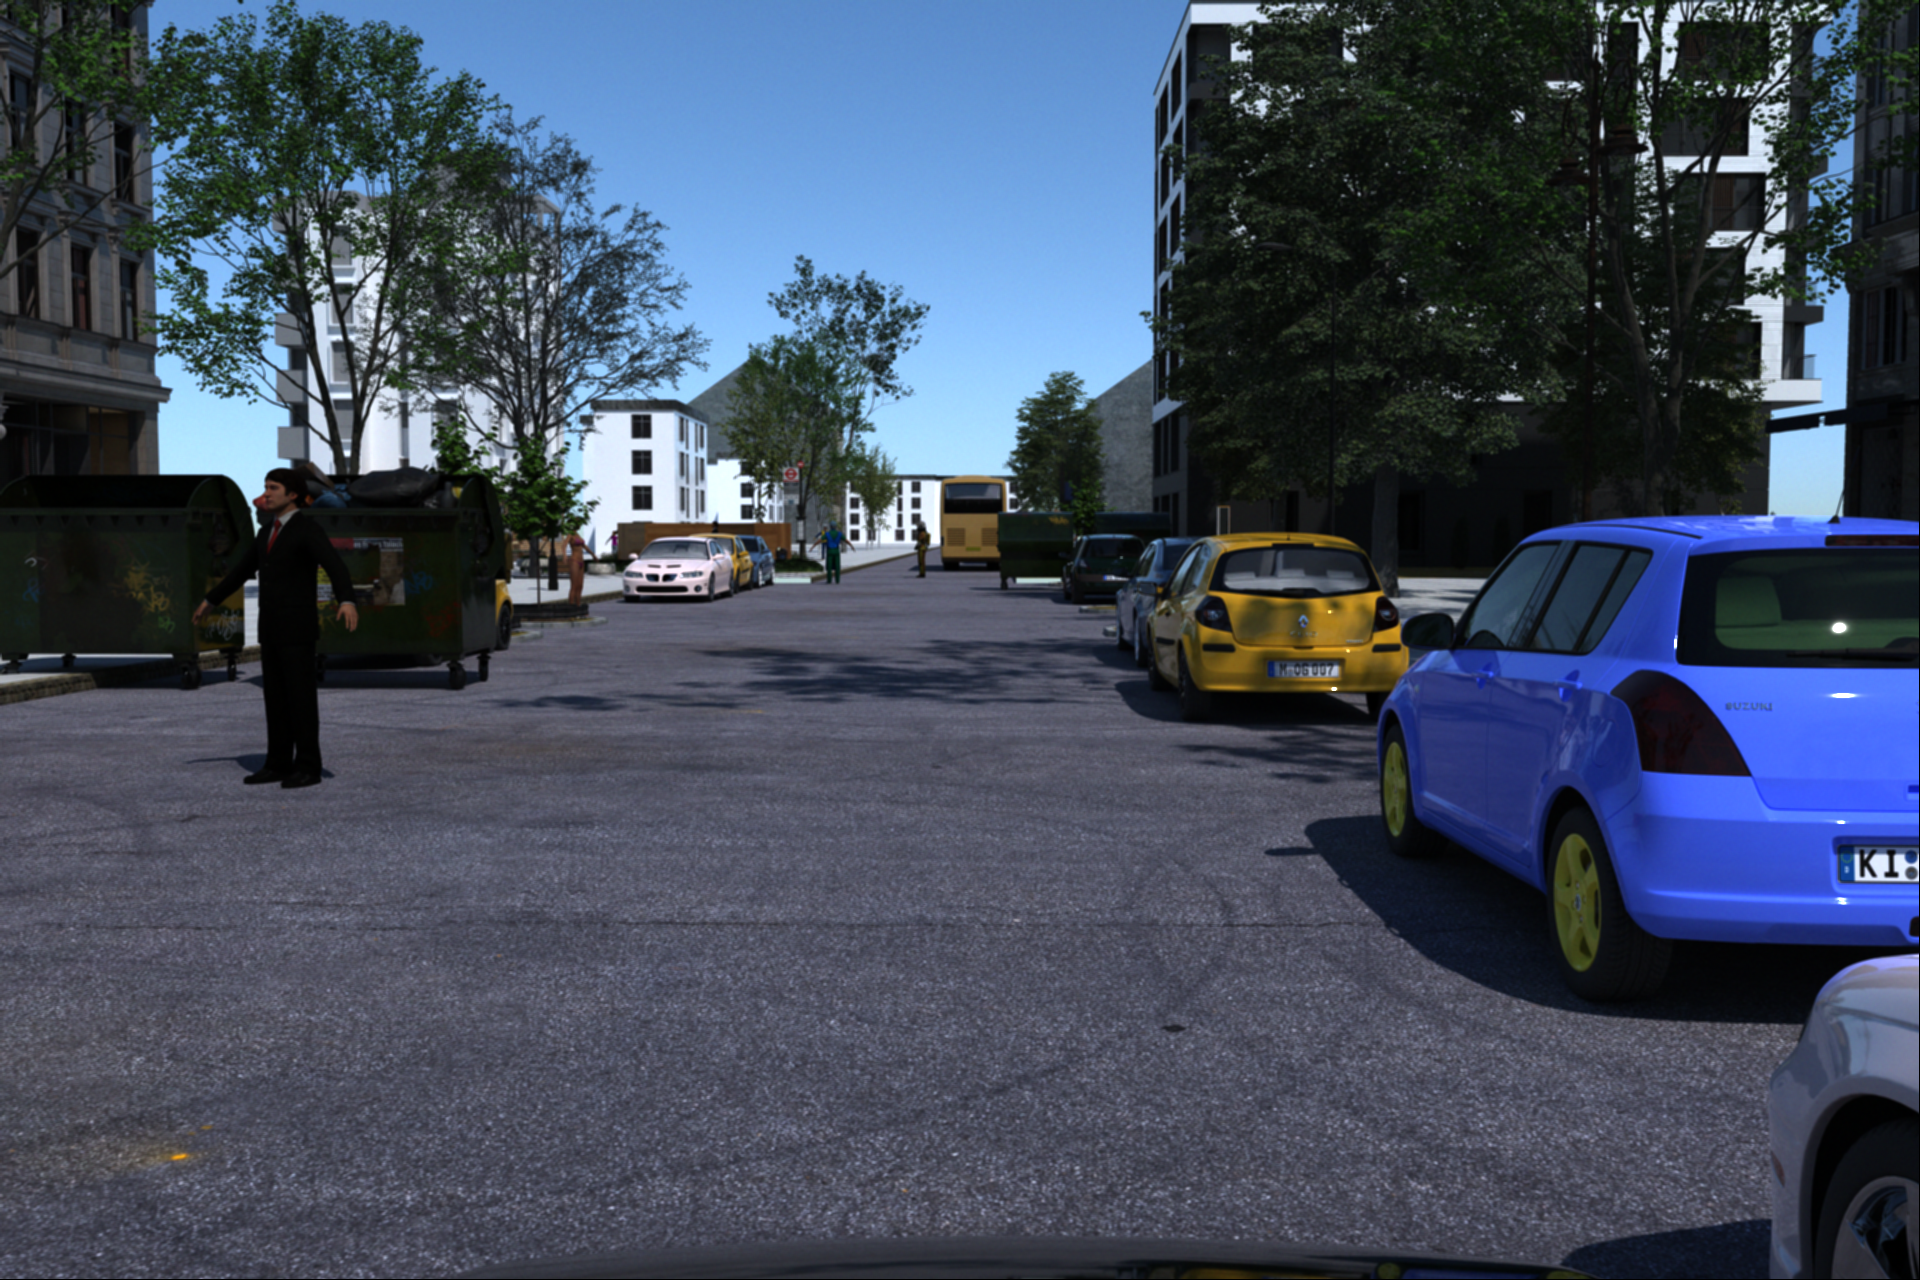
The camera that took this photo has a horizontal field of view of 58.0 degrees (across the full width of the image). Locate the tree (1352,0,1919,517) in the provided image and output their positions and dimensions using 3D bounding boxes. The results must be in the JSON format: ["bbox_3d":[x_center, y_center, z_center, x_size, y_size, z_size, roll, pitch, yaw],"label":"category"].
[{"bbox_3d":[8.862,-5.873,21.783,9.928,11.665,9.643,0,3,0],"label":"tree"}]

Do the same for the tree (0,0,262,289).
[{"bbox_3d":[-12.581,-5.842,21.275,9.928,11.665,9.643,0,3,0],"label":"tree"}]

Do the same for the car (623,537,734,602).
[{"bbox_3d":[-6.097,-1.563,37.909,2.083,1.381,4.827,0,4,1],"label":"car"}]

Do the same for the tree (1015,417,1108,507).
[{"bbox_3d":[7.872,-12.074,131.821,7.601,10.594,8.767,1,4,18],"label":"tree"}]

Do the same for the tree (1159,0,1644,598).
[{"bbox_3d":[8.549,-7.835,34.753,9.857,13.997,8.962,0,3,0],"label":"tree"}]

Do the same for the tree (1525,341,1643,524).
[{"bbox_3d":[21.976,-6.852,62.400,4.360,8.622,3.978,0,3,0],"label":"tree"}]

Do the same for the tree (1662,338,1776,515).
[{"bbox_3d":[27.931,-6.929,63.655,4.737,8.622,4.395,0,3,0],"label":"tree"}]

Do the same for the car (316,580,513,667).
[{"bbox_3d":[-6.470,-0.596,19.970,2.015,1.641,3.980,0,4,1],"label":"car"}]

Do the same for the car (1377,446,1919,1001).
[{"bbox_3d":[2.744,0.183,6.598,1.945,1.707,3.694,0,4,1],"label":"car"}]

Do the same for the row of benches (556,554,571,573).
[{"bbox_3d":[-11.590,-2.161,50.795,1.422,0.672,4.104,-1,4,-12],"label":"row of benches"}]

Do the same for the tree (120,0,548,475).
[{"bbox_3d":[-11.928,-6.589,33.493,9.928,11.665,9.643,0,3,0],"label":"tree"}]

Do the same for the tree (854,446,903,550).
[{"bbox_3d":[-7.080,-11.689,141.469,4.737,8.622,4.395,0,3,0],"label":"tree"}]

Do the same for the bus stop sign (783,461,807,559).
[{"bbox_3d":[-6.038,-4.567,63.378,0.855,3.939,0.416,0,4,2],"label":"bus stop sign"}]

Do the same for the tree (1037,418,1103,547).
[{"bbox_3d":[7.391,-9.666,108.397,4.360,8.622,3.978,0,3,0],"label":"tree"}]

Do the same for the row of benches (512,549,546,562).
[{"bbox_3d":[-17.834,-3.364,70.465,1.422,0.672,4.104,0,4,8],"label":"row of benches"}]

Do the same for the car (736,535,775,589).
[{"bbox_3d":[-6.082,-2.144,47.062,2.014,1.417,4.499,0,4,1],"label":"car"}]

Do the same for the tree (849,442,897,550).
[{"bbox_3d":[-7.057,-11.376,136.356,4.737,8.622,4.395,0,3,0],"label":"tree"}]

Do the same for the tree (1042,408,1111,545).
[{"bbox_3d":[6.790,-9.182,100.494,4.360,8.622,3.978,0,3,0],"label":"tree"}]

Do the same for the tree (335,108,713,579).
[{"bbox_3d":[-12.344,-8.525,49.758,12.009,13.543,11.850,0,3,0],"label":"tree"}]

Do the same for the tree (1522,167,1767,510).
[{"bbox_3d":[21.390,-8.344,54.559,7.486,12.596,7.792,0,3,0],"label":"tree"}]

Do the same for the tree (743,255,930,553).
[{"bbox_3d":[-8.478,-16.010,117.651,12.611,20.169,13.585,0,3,0],"label":"tree"}]

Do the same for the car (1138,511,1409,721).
[{"bbox_3d":[2.562,-0.273,14.685,2.015,1.641,3.980,0,4,1],"label":"car"}]

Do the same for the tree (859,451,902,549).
[{"bbox_3d":[-7.162,-12.427,153.542,4.737,8.622,4.395,0,3,0],"label":"tree"}]

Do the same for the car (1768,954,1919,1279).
[{"bbox_3d":[2.218,0.702,0.882,2.083,1.381,4.827,0,3,0],"label":"car"}]

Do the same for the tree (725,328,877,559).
[{"bbox_3d":[-8.113,-9.952,88.478,9.928,11.665,9.643,0,3,0],"label":"tree"}]

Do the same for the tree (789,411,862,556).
[{"bbox_3d":[-8.129,-9.291,102.272,4.737,8.622,4.395,0,3,0],"label":"tree"}]

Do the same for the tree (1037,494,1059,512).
[{"bbox_3d":[12.718,-17.871,242.557,4.737,8.622,4.395,0,3,0],"label":"tree"}]

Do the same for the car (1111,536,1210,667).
[{"bbox_3d":[2.781,-0.482,19.887,2.014,1.417,4.499,0,4,1],"label":"car"}]

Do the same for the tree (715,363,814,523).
[{"bbox_3d":[-8.626,-7.675,75.854,4.737,8.622,4.395,0,3,0],"label":"tree"}]

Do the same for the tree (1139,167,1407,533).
[{"bbox_3d":[10.850,-9.308,58.841,9.857,13.997,8.962,0,3,0],"label":"tree"}]

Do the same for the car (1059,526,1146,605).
[{"bbox_3d":[3.125,-1.641,36.620,2.009,1.686,4.222,0,3,0],"label":"car"}]

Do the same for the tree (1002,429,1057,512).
[{"bbox_3d":[7.621,-13.069,148.095,7.601,10.594,8.767,2,4,25],"label":"tree"}]

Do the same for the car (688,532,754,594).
[{"bbox_3d":[-6.141,-1.985,42.678,2.015,1.641,3.980,0,4,1],"label":"car"}]

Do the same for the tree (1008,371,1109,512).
[{"bbox_3d":[6.838,-12.390,120.708,7.486,12.596,7.792,0,3,0],"label":"tree"}]

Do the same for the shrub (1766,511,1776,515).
[{"bbox_3d":[27.587,-3.359,58.966,1.661,2.075,1.752,0,3,0],"label":"shrub"}]
